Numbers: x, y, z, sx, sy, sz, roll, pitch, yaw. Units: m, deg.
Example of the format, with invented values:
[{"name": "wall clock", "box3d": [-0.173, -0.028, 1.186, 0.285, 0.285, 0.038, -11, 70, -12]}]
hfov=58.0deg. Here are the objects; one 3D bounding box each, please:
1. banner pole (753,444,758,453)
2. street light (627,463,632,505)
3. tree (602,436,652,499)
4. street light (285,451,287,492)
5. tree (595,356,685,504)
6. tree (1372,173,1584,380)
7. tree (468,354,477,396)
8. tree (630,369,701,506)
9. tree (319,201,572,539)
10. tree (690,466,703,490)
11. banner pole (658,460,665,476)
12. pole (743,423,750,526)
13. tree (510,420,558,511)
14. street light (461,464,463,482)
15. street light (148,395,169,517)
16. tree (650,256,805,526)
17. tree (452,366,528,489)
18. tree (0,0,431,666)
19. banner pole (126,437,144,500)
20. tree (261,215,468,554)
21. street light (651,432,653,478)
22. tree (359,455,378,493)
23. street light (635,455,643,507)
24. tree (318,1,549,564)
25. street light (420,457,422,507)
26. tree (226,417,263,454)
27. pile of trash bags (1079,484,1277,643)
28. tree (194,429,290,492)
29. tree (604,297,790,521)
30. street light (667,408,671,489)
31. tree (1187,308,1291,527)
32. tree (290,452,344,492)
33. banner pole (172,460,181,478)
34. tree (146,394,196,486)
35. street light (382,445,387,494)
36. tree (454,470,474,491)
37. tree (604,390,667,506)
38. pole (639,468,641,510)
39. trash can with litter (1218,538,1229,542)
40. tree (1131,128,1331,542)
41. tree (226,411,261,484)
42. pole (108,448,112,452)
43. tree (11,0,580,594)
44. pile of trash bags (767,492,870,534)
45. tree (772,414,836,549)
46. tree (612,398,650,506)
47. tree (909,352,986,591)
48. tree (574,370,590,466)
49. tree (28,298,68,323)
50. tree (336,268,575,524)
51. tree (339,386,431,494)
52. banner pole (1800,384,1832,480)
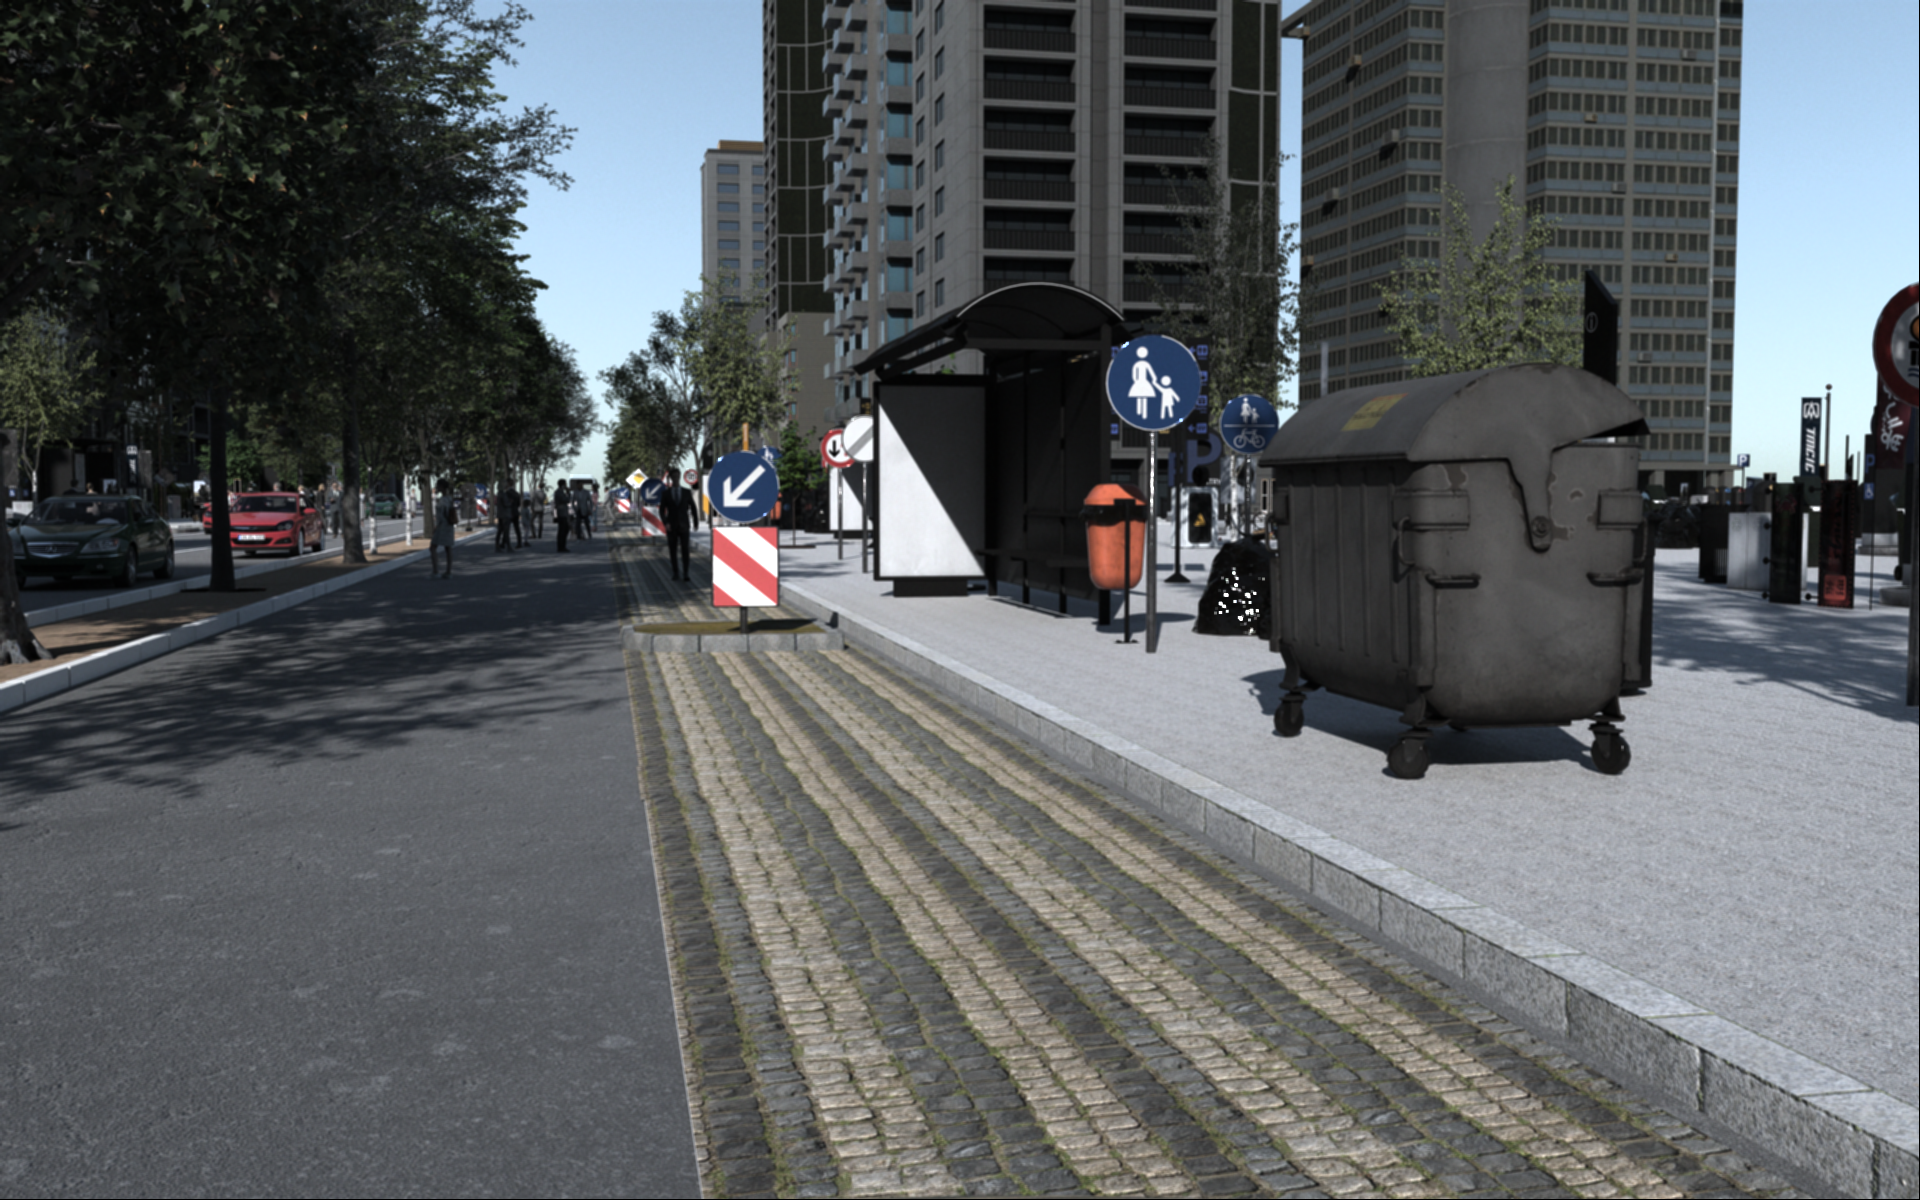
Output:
[{"name": "banner pole", "box3d": [-10.168, -5.948, 87.265, 0.863, 3.779, 0.401, -3, 4, -36]}, {"name": "street light", "box3d": [-37.050, -13.593, 195.024, 0.468, 5.910, 1.993, -1, 4, -12]}, {"name": "tree", "box3d": [-56.712, -23.189, 296.146, 9.611, 12.733, 9.660, 0, 3, 0]}, {"name": "street light", "box3d": [-39.060, -7.801, 100.327, 0.468, 5.910, 1.993, -1, 4, -12]}, {"name": "tree", "box3d": [-43.117, -23.168, 234.688, 12.611, 20.169, 13.585, 0, 3, 0]}, {"name": "tree", "box3d": [11.745, -5.447, 39.425, 4.737, 8.622, 4.395, 0, 3, 0]}, {"name": "tree", "box3d": [-15.261, -5.804, 47.718, 4.360, 8.622, 3.978, 0, 3, 0]}, {"name": "tree", "box3d": [-17.644, -9.340, 103.073, 4.360, 8.622, 3.978, 0, 3, 0]}, {"name": "tree", "box3d": [-16.976, -7.739, 54.741, 9.928, 11.665, 9.643, 0, 3, 0]}, {"name": "tree", "box3d": [-16.256, -6.956, 108.336, 1.663, 3.219, 1.824, 0, 3, 0]}, {"name": "banner pole", "box3d": [-21.966, -8.369, 126.856, 0.401, 3.779, 0.863, -1, 4, -18]}, {"name": "pole", "box3d": [-6.149, -3.426, 49.857, 0.158, 3.312, 0.155, 0, 3, 0]}, {"name": "tree", "box3d": [-31.055, -10.543, 125.202, 4.360, 8.622, 3.978, 0, 3, 0]}, {"name": "street light", "box3d": [-65.509, -15.612, 228.046, 0.468, 5.910, 1.993, -1, 4, -12]}, {"name": "street light", "box3d": [-33.092, -6.047, 71.657, 0.468, 5.910, 1.993, -1, 4, -12]}, {"name": "tree", "box3d": [-7.096, -6.380, 54.682, 4.737, 8.622, 4.395, 0, 3, 0]}, {"name": "tree", "box3d": [-22.875, -8.036, 84.209, 4.737, 8.622, 4.395, 0, 3, 0]}, {"name": "tree", "box3d": [-8.277, -5.798, 14.268, 9.611, 12.733, 9.660, 0, 3, 0]}, {"name": "banner pole", "box3d": [-35.870, -5.227, 75.476, 0.863, 3.779, 0.401, -1, 4, -15]}, {"name": "tree", "box3d": [-13.900, -5.378, 40.758, 4.360, 8.622, 3.978, 0, 3, 0]}, {"name": "street light", "box3d": [-21.305, -8.992, 119.805, 0.468, 5.910, 1.993, -1, 4, -12]}, {"name": "tree", "box3d": [-46.473, -9.149, 133.297, 4.285, 4.588, 4.351, 0, 3, 0]}, {"name": "street light", "box3d": [-30.964, -11.830, 166.200, 0.468, 5.910, 1.993, -1, 4, -12]}, {"name": "tree", "box3d": [-12.272, -6.988, 34.835, 7.486, 12.596, 7.792, 0, 3, 0]}, {"name": "street light", "box3d": [-54.782, -12.428, 175.992, 0.468, 5.910, 1.993, -1, 4, -12]}, {"name": "tree", "box3d": [-57.818, -11.606, 140.114, 4.737, 8.622, 4.395, 0, 3, 0]}, {"name": "pile of trash bags", "box3d": [2.720, -0.354, 15.533, 3.447, 1.369, 1.912, -1, 4, -16]}, {"name": "tree", "box3d": [-36.760, -6.340, 87.373, 4.285, 4.588, 4.351, 0, 3, 0]}, {"name": "tree", "box3d": [-12.238, -9.005, 81.650, 8.767, 10.594, 7.601, -1, 4, -20]}, {"name": "street light", "box3d": [-15.342, -7.238, 91.133, 0.468, 5.910, 1.993, -1, 4, -12]}, {"name": "tree", "box3d": [10.582, -7.151, 67.275, 4.737, 8.622, 4.395, 0, 3, 0]}, {"name": "tree", "box3d": [-42.476, -7.871, 112.406, 4.285, 4.588, 4.351, 0, 3, 0]}, {"name": "banner pole", "box3d": [-58.050, -8.471, 128.514, 0.401, 3.779, 0.863, 2, 4, 29]}, {"name": "tree", "box3d": [-50.275, -9.671, 108.483, 4.737, 8.622, 4.395, 0, 3, 0]}, {"name": "street light", "box3d": [-48.753, -10.650, 146.922, 0.468, 5.910, 1.993, -1, 4, -12]}, {"name": "tree", "box3d": [-69.117, -15.742, 241.101, 4.285, 4.588, 4.351, 0, 3, 0]}, {"name": "tree", "box3d": [-34.498, -16.464, 187.308, 7.486, 12.596, 7.792, 0, 3, 0]}, {"name": "pole", "box3d": [-25.338, -8.741, 136.753, 0.158, 3.312, 0.155, 0, 3, 0]}, {"name": "trash can with litter", "box3d": [6.756, -2.240, 47.682, 1.678, 1.210, 2.233, 1, 4, 10]}, {"name": "tree", "box3d": [5.546, -5.171, 34.905, 4.360, 8.622, 3.978, 0, 3, 0]}, {"name": "tree", "box3d": [-53.985, -11.066, 131.286, 4.360, 8.622, 3.978, 0, 3, 0]}, {"name": "pole", "box3d": [-37.846, -5.103, 77.272, 0.158, 3.312, 0.155, 0, 3, 0]}, {"name": "tree", "box3d": [-10.849, -6.865, 25.062, 12.009, 13.543, 11.850, 0, 3, 0]}, {"name": "pile of trash bags", "box3d": [-4.680, -2.873, 56.732, 3.447, 1.369, 1.912, 0, 4, -6]}, {"name": "tree", "box3d": [-3.998, -2.841, 41.056, 1.663, 3.219, 1.824, 0, 3, 0]}, {"name": "tree", "box3d": [-23.257, -10.973, 129.769, 4.737, 8.622, 4.395, 0, 3, 0]}, {"name": "tree", "box3d": [-0.119, -1.743, 23.098, 1.663, 3.219, 1.824, 0, 3, 0]}, {"name": "tree", "box3d": [-21.258, -8.638, 78.094, 8.767, 10.594, 7.601, -1, 4, -12]}, {"name": "tree", "box3d": [-30.824, -6.570, 57.777, 4.737, 8.622, 4.395, 0, 3, 0]}, {"name": "tree", "box3d": [-18.825, -7.743, 63.470, 8.767, 10.594, 7.601, -1, 4, -12]}, {"name": "tree", "box3d": [-51.187, -15.129, 154.010, 9.857, 13.997, 8.962, 0, 3, 0]}, {"name": "banner pole", "box3d": [19.557, -3.029, 39.539, 0.863, 3.779, 0.401, 0, 4, -3]}]
